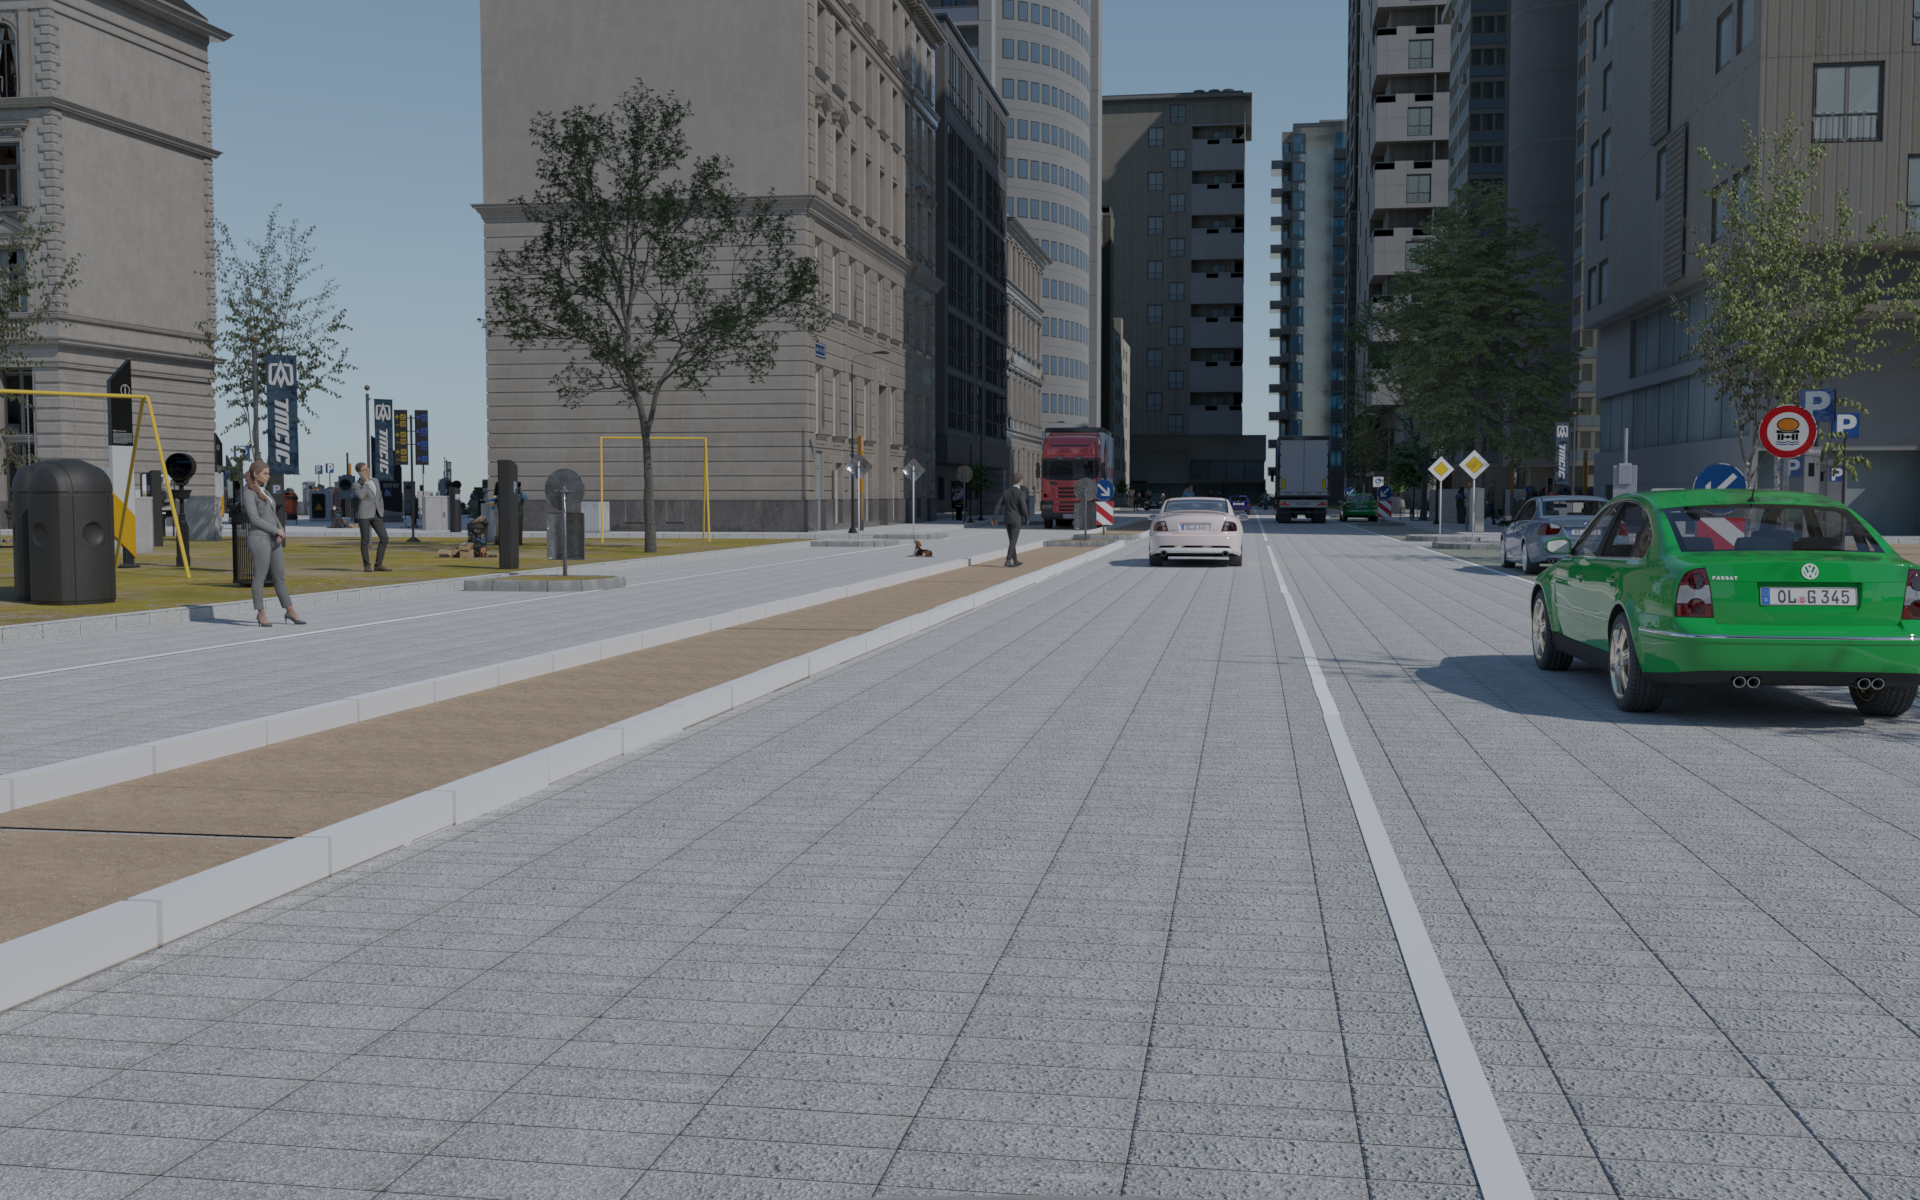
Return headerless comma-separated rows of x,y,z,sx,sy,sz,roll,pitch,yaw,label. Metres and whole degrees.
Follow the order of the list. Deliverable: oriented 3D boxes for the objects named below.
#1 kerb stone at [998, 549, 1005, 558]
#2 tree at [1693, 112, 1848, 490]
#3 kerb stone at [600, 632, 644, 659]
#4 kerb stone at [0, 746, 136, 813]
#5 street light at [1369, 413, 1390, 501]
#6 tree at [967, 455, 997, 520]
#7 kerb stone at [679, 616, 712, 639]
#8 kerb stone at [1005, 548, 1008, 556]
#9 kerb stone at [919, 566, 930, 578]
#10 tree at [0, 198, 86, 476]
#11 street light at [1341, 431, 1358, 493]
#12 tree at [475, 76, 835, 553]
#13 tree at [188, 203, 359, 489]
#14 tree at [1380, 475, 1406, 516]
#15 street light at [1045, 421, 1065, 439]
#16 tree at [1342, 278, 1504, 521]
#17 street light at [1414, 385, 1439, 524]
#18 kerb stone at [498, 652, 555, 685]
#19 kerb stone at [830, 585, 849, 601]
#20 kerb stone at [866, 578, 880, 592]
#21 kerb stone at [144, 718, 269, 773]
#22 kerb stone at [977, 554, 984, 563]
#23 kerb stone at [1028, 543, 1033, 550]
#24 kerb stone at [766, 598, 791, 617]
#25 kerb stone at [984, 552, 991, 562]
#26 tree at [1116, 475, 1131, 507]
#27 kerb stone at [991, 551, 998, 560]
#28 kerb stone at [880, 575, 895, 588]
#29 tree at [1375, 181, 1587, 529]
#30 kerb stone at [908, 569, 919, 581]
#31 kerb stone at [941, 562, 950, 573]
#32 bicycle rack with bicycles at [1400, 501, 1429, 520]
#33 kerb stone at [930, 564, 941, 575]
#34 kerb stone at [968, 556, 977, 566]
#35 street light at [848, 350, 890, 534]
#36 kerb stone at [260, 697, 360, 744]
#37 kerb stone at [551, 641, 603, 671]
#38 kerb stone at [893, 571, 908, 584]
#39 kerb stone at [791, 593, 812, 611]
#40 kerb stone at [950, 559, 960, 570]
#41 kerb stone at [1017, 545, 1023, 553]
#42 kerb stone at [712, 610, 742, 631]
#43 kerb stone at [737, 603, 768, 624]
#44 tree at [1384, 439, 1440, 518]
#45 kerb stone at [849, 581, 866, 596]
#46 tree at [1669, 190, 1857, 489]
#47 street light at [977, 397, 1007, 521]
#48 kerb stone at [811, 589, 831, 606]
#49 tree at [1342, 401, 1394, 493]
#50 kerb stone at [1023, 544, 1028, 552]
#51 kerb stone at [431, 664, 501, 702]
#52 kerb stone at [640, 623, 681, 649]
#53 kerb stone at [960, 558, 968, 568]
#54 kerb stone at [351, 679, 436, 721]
0.814,-1.004,38.621,0.120,0.150,1.000,1,4,9,kerb stone
16.100,-5.093,33.625,4.737,8.622,4.395,0,3,0,tree
-3.061,0.417,15.385,0.120,0.150,1.000,1,4,9,kerb stone
-4.241,0.849,8.310,0.120,0.150,1.000,1,4,9,kerb stone
24.113,-7.780,99.743,1.470,5.913,1.316,1,4,9,street light
1.040,-5.657,87.101,1.663,3.219,1.824,0,3,0,tree
-2.724,0.293,17.401,0.120,0.150,1.000,1,4,9,kerb stone
0.988,-1.067,39.634,0.120,0.150,1.000,1,4,9,kerb stone
-0.704,-0.448,29.537,0.120,0.150,1.000,1,4,9,kerb stone
-18.365,-4.950,31.291,4.360,8.622,3.978,0,3,0,tree
28.657,-9.464,127.277,1.470,5.913,1.316,1,4,9,street light
-6.740,-6.342,38.104,8.767,10.594,7.601,0,4,6,tree
-17.880,-5.771,44.723,4.360,8.622,3.978,0,3,0,tree
25.731,-6.566,101.951,1.663,3.219,1.824,0,3,0,tree
5.962,-8.416,110.135,1.470,5.913,1.316,1,4,9,street light
22.159,-9.602,82.744,9.928,11.665,9.643,0,3,0,tree
19.607,-6.151,73.110,1.470,5.913,1.316,1,4,9,street light
-3.399,0.542,13.365,0.120,0.150,1.000,1,4,9,kerb stone
-1.717,-0.079,23.480,0.120,0.150,1.000,1,4,9,kerb stone
-1.374,-0.199,25.504,0.120,0.150,1.000,1,4,9,kerb stone
-4.068,0.788,9.317,0.120,0.150,1.000,1,4,9,kerb stone
0.312,-0.819,35.597,0.120,0.150,1.000,1,4,9,kerb stone
1.668,-1.314,43.683,0.120,0.150,1.000,1,4,9,kerb stone
-2.214,0.107,20.445,0.120,0.150,1.000,1,4,9,kerb stone
0.474,-0.880,36.606,0.120,0.150,1.000,1,4,9,kerb stone
16.869,-11.277,178.976,1.663,3.219,1.824,0,3,0,tree
0.646,-0.943,37.613,0.120,0.150,1.000,1,4,9,kerb stone
-1.197,-0.260,26.511,0.120,0.150,1.000,1,4,9,kerb stone
18.792,-8.907,63.763,7.486,12.596,7.792,0,3,0,tree
-0.875,-0.387,28.529,0.120,0.150,1.000,1,4,9,kerb stone
-0.365,-0.573,31.558,0.120,0.150,1.000,1,4,9,kerb stone
23.096,-4.445,86.054,2.852,0.926,2.925,0,4,-2,bicycle rack with bicycles
-0.529,-0.511,30.550,0.120,0.150,1.000,1,4,9,kerb stone
0.147,-0.752,34.589,0.120,0.150,1.000,1,4,9,kerb stone
-2.967,-5.118,56.224,1.470,5.913,1.316,1,4,9,street light
-3.905,0.729,10.330,0.120,0.150,1.000,1,4,9,kerb stone
-3.227,0.478,14.372,0.120,0.150,1.000,1,4,9,kerb stone
-1.030,-0.326,27.519,0.120,0.150,1.000,1,4,9,kerb stone
-2.047,0.048,21.453,0.120,0.150,1.000,1,4,9,kerb stone
-0.194,-0.635,32.572,0.120,0.150,1.000,1,4,9,kerb stone
1.325,-1.190,41.665,0.120,0.150,1.000,1,4,9,kerb stone
-2.551,0.237,18.425,0.120,0.150,1.000,1,4,9,kerb stone
-2.383,0.169,19.434,0.120,0.150,1.000,1,4,9,kerb stone
24.804,-6.781,94.581,4.285,4.588,4.351,0,3,0,tree
-1.536,-0.136,24.495,0.120,0.150,1.000,1,4,9,kerb stone
19.152,-5.591,41.773,4.360,8.622,3.978,0,3,0,tree
1.546,-6.746,82.843,1.470,5.913,1.316,1,4,9,street light
-1.880,-0.012,22.462,0.120,0.150,1.000,1,4,9,kerb stone
31.530,-11.266,134.559,4.737,8.622,4.395,0,3,0,tree
1.484,-1.248,42.675,0.120,0.150,1.000,1,4,9,kerb stone
-3.564,0.602,12.350,0.120,0.150,1.000,1,4,9,kerb stone
-2.888,0.355,16.392,0.120,0.150,1.000,1,4,9,kerb stone
-0.023,-0.696,33.581,0.120,0.150,1.000,1,4,9,kerb stone
-3.734,0.664,11.341,0.120,0.150,1.000,1,4,9,kerb stone
